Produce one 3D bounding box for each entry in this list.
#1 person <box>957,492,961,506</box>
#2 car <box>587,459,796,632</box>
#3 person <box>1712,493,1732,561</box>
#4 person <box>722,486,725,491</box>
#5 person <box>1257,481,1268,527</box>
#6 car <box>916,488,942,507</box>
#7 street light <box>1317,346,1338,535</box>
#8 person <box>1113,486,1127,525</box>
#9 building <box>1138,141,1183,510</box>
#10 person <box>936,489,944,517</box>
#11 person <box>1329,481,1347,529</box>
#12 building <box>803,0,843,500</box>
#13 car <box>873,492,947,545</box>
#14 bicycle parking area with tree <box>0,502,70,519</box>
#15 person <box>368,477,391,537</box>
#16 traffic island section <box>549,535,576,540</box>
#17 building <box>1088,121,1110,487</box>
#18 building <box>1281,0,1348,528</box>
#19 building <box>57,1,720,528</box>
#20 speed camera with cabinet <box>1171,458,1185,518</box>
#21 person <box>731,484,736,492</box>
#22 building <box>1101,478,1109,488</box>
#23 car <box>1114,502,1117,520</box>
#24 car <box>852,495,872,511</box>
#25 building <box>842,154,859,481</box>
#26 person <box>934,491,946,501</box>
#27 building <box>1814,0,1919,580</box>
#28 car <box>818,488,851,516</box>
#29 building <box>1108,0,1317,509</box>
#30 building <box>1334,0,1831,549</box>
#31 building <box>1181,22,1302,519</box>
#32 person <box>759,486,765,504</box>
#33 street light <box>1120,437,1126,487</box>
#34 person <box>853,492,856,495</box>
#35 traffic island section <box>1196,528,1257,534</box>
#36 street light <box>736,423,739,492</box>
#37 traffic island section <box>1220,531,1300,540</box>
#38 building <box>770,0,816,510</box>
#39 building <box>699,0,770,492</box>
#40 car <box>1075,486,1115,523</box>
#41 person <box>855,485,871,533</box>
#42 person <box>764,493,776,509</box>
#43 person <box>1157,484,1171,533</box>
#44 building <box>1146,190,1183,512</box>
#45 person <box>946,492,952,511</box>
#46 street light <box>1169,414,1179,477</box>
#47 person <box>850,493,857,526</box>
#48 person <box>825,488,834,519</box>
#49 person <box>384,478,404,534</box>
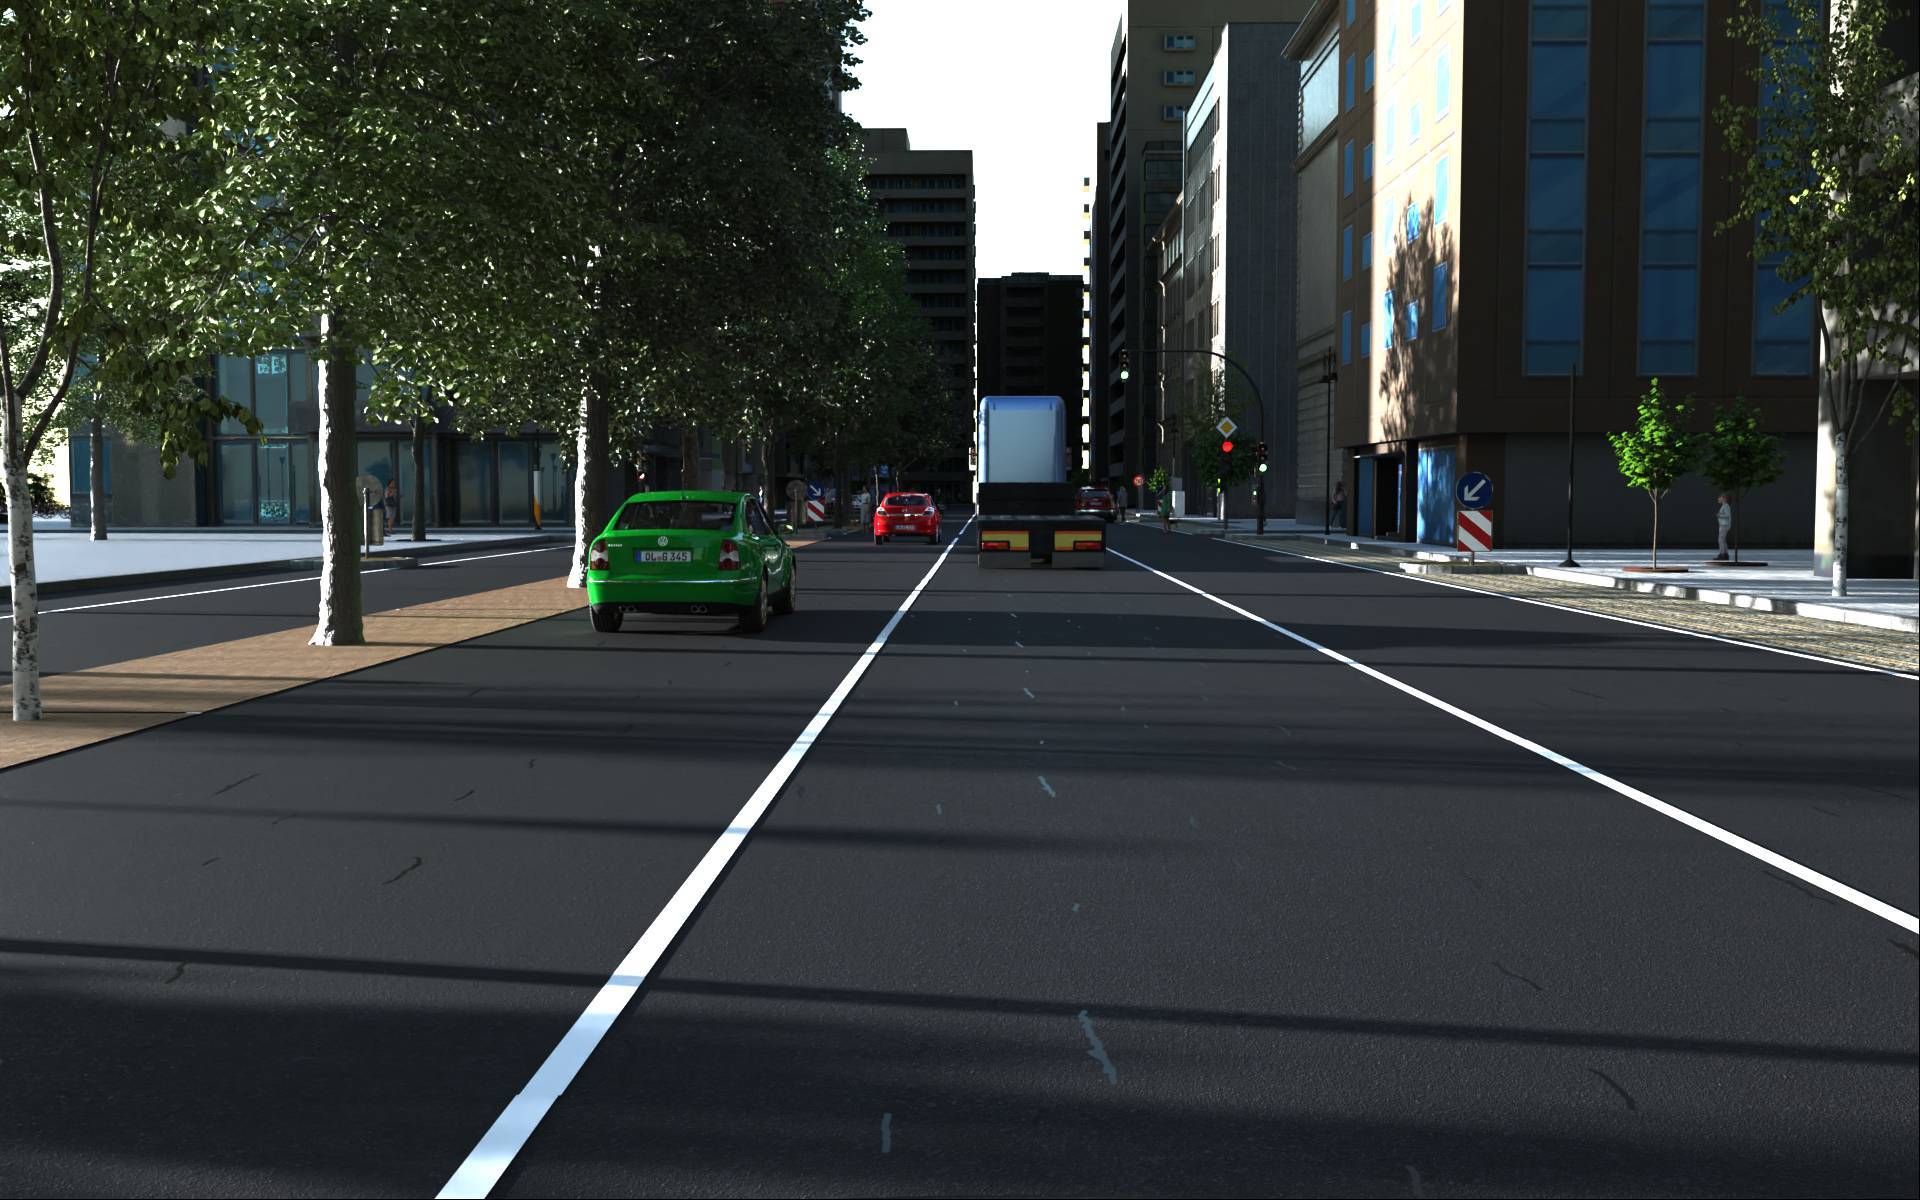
[{"bbox_3d":[-0.141,-11.860,203.197,0.721,1.735,1.217,-1,4,-19],"label":"person"},{"bbox_3d":[-2.890,-0.644,19.330,1.959,1.807,4.718,0,4,1],"label":"car"},{"bbox_3d":[14.711,-1.412,33.412,0.394,1.301,0.425,0,4,-2],"label":"person"},{"bbox_3d":[-15.116,-6.401,111.126,0.534,1.772,0.576,-1,4,-19],"label":"person"},{"bbox_3d":[11.698,-3.712,67.070,0.444,1.785,0.601,3,5,41],"label":"person"},{"bbox_3d":[-1.738,-3.735,70.847,2.009,1.686,4.222,0,3,0],"label":"car"},{"bbox_3d":[11.544,-4.982,54.245,0.468,5.910,1.993,0,4,1],"label":"street light"},{"bbox_3d":[7.430,-4.348,79.764,0.709,1.800,0.728,-2,4,-28],"label":"person"},{"bbox_3d":[21.817,-22.810,144.637,14.160,30.474,14.107,0,4,1],"label":"building"},{"bbox_3d":[-1.273,-6.018,107.309,0.576,1.772,0.534,3,4,36],"label":"person"},{"bbox_3d":[13.698,-3.442,62.914,0.593,1.750,0.643,-1,4,-12],"label":"person"},{"bbox_3d":[-23.943,-39.075,180.874,21.231,58.520,28.212,0,4,1],"label":"building"},{"bbox_3d":[-1.478,-2.523,50.299,2.155,1.783,4.494,0,4,2],"label":"car"},{"bbox_3d":[-54.827,-6.685,96.309,9.016,4.147,8.231,-1,4,-18],"label":"bicycle parking area with tree"},{"bbox_3d":[-17.614,-2.818,52.298,0.721,1.800,0.419,1,4,23],"label":"person"},{"bbox_3d":[-11.733,-2.009,55.131,2.009,0.180,2.903,0,4,1],"label":"traffic island section"},{"bbox_3d":[22.525,-33.894,204.284,14.600,45.320,14.200,0,4,1],"label":"building"},{"bbox_3d":[23.624,-14.690,69.059,19.941,23.489,11.050,0,4,1],"label":"building"},{"bbox_3d":[-24.119,-28.020,77.729,23.786,49.044,30.456,0,4,1],"label":"building"},{"bbox_3d":[11.889,-6.120,94.405,0.660,3.252,2.038,0,4,2],"label":"speed camera with cabinet"},{"bbox_3d":[-14.205,-6.365,109.470,0.474,1.900,0.648,1,4,21],"label":"person"},{"bbox_3d":[31.610,-30.174,185.219,32.217,40.220,23.993,0,4,1],"label":"building"},{"bbox_3d":[7.703,-5.080,95.631,1.945,1.354,3.894,0,3,0],"label":"car"},{"bbox_3d":[-7.724,-7.301,131.728,2.083,1.381,4.827,0,4,2],"label":"car"},{"bbox_3d":[-19.302,-31.989,206.622,14.086,41.232,14.154,0,4,1],"label":"building"},{"bbox_3d":[-1.746,-8.853,154.041,1.217,1.735,0.721,-1,4,-18],"label":"person"},{"bbox_3d":[23.818,-23.929,14.945,21.300,48.544,21.600,0,4,1],"label":"building"},{"bbox_3d":[-7.707,-5.811,103.676,2.281,1.827,5.304,0,4,2],"label":"car"},{"bbox_3d":[25.411,-32.943,162.315,21.300,48.544,21.600,0,4,1],"label":"building"},{"bbox_3d":[18.395,-24.179,45.433,14.600,45.320,14.200,0,4,1],"label":"building"},{"bbox_3d":[19.558,-17.067,97.065,12.078,24.808,19.932,0,4,1],"label":"building"},{"bbox_3d":[-13.626,-6.947,119.653,0.654,1.822,0.581,-1,4,-21],"label":"person"},{"bbox_3d":[12.933,-10.034,136.849,0.468,5.910,1.993,0,4,1],"label":"street light"},{"bbox_3d":[-11.840,-11.683,197.024,0.705,1.831,1.348,2,4,34],"label":"person"},{"bbox_3d":[9.643,-2.475,62.742,2.009,0.180,2.903,0,4,1],"label":"traffic island section"},{"bbox_3d":[-13.018,-7.839,100.956,0.468,5.910,1.993,0,4,1],"label":"street light"},{"bbox_3d":[9.505,-1.986,54.758,2.009,0.180,2.903,0,4,1],"label":"traffic island section"},{"bbox_3d":[-24.339,-30.454,152.546,22.147,44.769,28.867,0,4,1],"label":"building"},{"bbox_3d":[-22.038,-27.315,130.198,14.154,41.232,14.086,0,4,1],"label":"building"},{"bbox_3d":[6.653,-4.808,87.279,2.281,1.827,5.304,0,4,0],"label":"car"},{"bbox_3d":[-3.523,-3.308,63.156,0.480,1.755,0.524,3,5,42],"label":"person"},{"bbox_3d":[-8.121,-4.009,74.063,0.555,1.821,0.388,-2,4,-23],"label":"person"},{"bbox_3d":[7.542,-3.336,63.283,0.529,1.795,0.600,-2,4,-31],"label":"person"},{"bbox_3d":[22.499,-17.670,122.185,16.112,22.955,30.059,0,4,1],"label":"building"},{"bbox_3d":[-0.933,-8.539,149.575,0.593,1.643,0.415,2,4,25],"label":"person"},{"bbox_3d":[12.278,-7.739,99.328,0.468,5.910,1.993,0,4,1],"label":"street light"},{"bbox_3d":[-4.969,-4.233,78.049,0.599,1.781,0.374,0,4,3],"label":"person"},{"bbox_3d":[-7.621,-5.601,100.556,0.515,1.767,0.782,-1,4,-17],"label":"person"},{"bbox_3d":[-18.060,-2.982,55.152,0.532,1.782,0.716,0,4,5],"label":"person"}]
